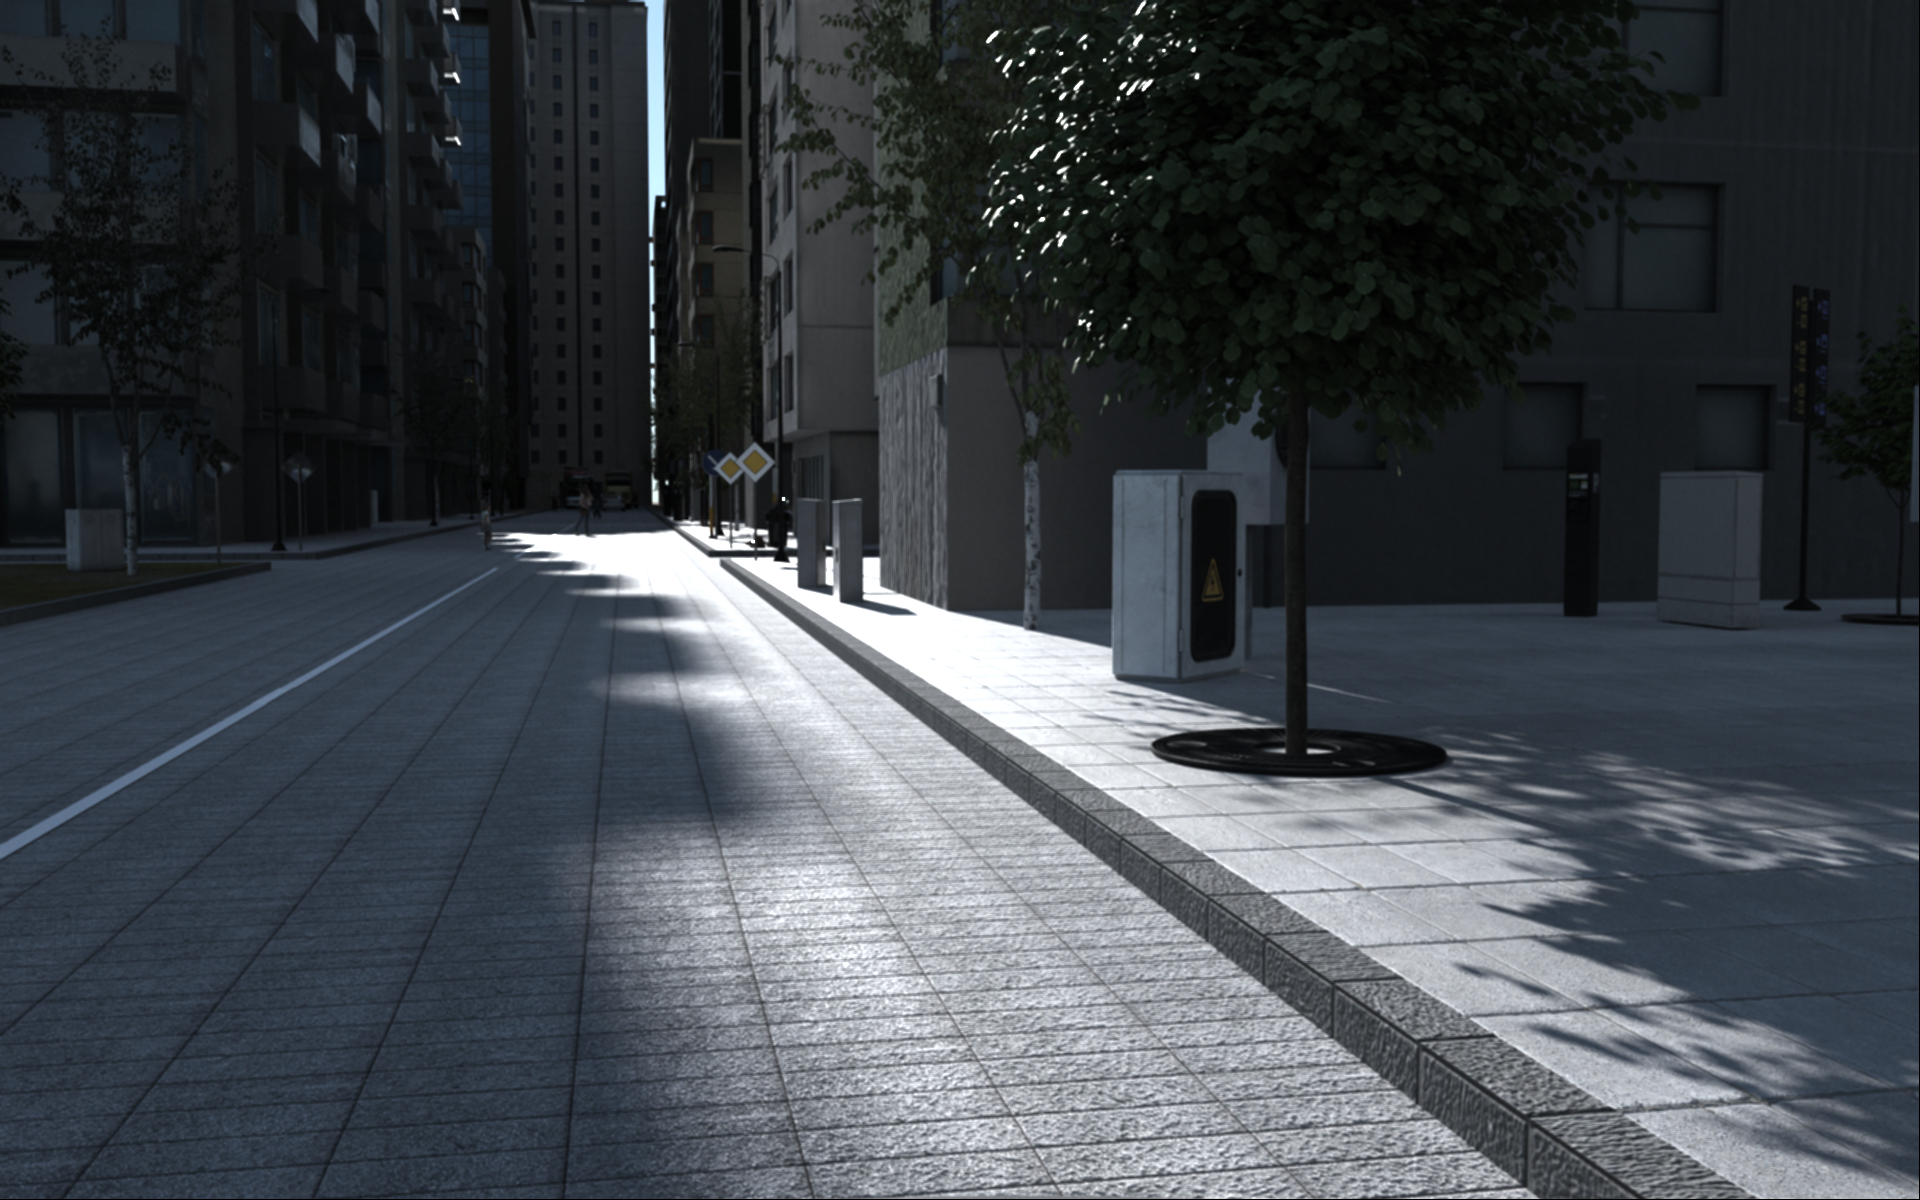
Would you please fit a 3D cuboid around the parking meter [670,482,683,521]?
[{"bbox_3d":[-13.465,-4.706,82.652,0.399,1.863,0.255,2,4,29],"label":"parking meter"}]

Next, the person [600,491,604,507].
[{"bbox_3d":[-30.845,-8.578,149.682,0.436,1.711,0.756,-1,4,-12],"label":"person"}]

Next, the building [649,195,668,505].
[{"bbox_3d":[-26.037,-31.973,214.631,23.993,40.220,32.217,-1,4,-11],"label":"building"}]

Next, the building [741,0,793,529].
[{"bbox_3d":[-1.961,-18.282,70.608,14.160,30.474,14.107,-1,4,-11],"label":"building"}]

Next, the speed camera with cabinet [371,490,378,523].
[{"bbox_3d":[-26.601,-4.984,75.816,2.038,3.252,0.660,0,4,2],"label":"speed camera with cabinet"}]

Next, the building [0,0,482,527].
[{"bbox_3d":[-37.755,-28.679,88.508,23.786,49.044,30.456,-1,4,-11],"label":"building"}]

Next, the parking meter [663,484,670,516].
[{"bbox_3d":[-17.255,-5.895,102.099,0.399,1.863,0.255,1,4,18],"label":"parking meter"}]

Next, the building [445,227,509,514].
[{"bbox_3d":[-47.652,-17.068,124.107,27.650,21.520,28.899,-1,4,-11],"label":"building"}]

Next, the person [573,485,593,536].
[{"bbox_3d":[-13.013,-3.100,59.782,0.643,1.750,0.593,1,4,12],"label":"person"}]

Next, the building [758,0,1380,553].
[{"bbox_3d":[1.961,-22.233,47.101,14.086,41.232,14.154,-1,4,-11],"label":"building"}]

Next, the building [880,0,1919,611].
[{"bbox_3d":[5.459,-20.927,25.756,14.154,41.232,14.086,-1,4,-11],"label":"building"}]

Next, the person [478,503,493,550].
[{"bbox_3d":[-12.185,-1.883,44.305,0.382,1.210,0.505,-3,5,-44],"label":"person"}]

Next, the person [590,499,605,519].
[{"bbox_3d":[-21.059,-5.264,100.062,1.012,1.151,0.738,-1,4,-10],"label":"person"}]

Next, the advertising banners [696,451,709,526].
[{"bbox_3d":[-10.370,-4.493,69.645,0.090,3.025,2.074,-1,4,-20],"label":"advertising banners"}]

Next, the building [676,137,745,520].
[{"bbox_3d":[-2.037,-15.646,100.854,27.650,21.520,28.899,-1,4,-11],"label":"building"}]

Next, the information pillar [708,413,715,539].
[{"bbox_3d":[-7.178,-3.591,50.063,0.183,3.616,0.504,0,4,-1],"label":"information pillar"}]

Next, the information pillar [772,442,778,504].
[{"bbox_3d":[-5.757,-3.878,54.757,0.183,3.616,0.504,2,4,26],"label":"information pillar"}]

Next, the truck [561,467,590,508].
[{"bbox_3d":[-40.054,-11.747,180.982,2.839,4.237,11.283,-1,4,-11],"label":"truck"}]

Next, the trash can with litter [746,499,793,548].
[{"bbox_3d":[-4.572,-1.846,41.577,1.055,1.170,0.624,-2,4,-32],"label":"trash can with litter"}]

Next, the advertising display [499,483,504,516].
[{"bbox_3d":[-27.094,-5.938,102.293,0.123,1.923,0.974,-1,4,-23],"label":"advertising display"}]

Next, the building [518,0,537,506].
[{"bbox_3d":[-55.848,-35.469,169.152,27.495,52.752,28.713,-1,4,-11],"label":"building"}]

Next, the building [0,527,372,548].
[{"bbox_3d":[-29.965,-26.380,50.916,23.786,49.044,30.456,-1,4,-11],"label":"building"}]

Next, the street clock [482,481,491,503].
[{"bbox_3d":[-25.330,-5.389,92.684,0.358,2.002,0.471,3,4,39],"label":"street clock"}]

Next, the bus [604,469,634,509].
[{"bbox_3d":[-32.961,-10.749,167.291,2.896,3.916,12.252,-1,4,-11],"label":"bus"}]

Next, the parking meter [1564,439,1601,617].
[{"bbox_3d":[6.519,-0.760,18.144,0.255,1.863,0.399,3,4,37],"label":"parking meter"}]

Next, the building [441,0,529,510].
[{"bbox_3d":[-44.141,-30.337,146.121,14.600,45.320,14.200,-1,4,-11],"label":"building"}]

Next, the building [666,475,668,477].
[{"bbox_3d":[-17.621,-33.954,174.755,23.786,49.044,30.456,-1,4,-11],"label":"building"}]

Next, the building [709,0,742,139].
[{"bbox_3d":[-9.824,-42.135,127.164,20.563,71.187,20.611,-1,4,-11],"label":"building"}]

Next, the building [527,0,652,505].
[{"bbox_3d":[-51.001,-40.515,204.425,28.212,58.520,21.231,-1,4,-11],"label":"building"}]

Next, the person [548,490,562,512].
[{"bbox_3d":[-32.760,-8.001,140.054,1.217,1.736,0.721,-2,4,-24],"label":"person"}]

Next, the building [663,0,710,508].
[{"bbox_3d":[-14.282,-32.124,148.937,21.300,48.544,21.600,-1,4,-11],"label":"building"}]

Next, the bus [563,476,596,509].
[{"bbox_3d":[-36.680,-10.559,167.506,2.948,3.499,13.247,-1,4,-11],"label":"bus"}]
